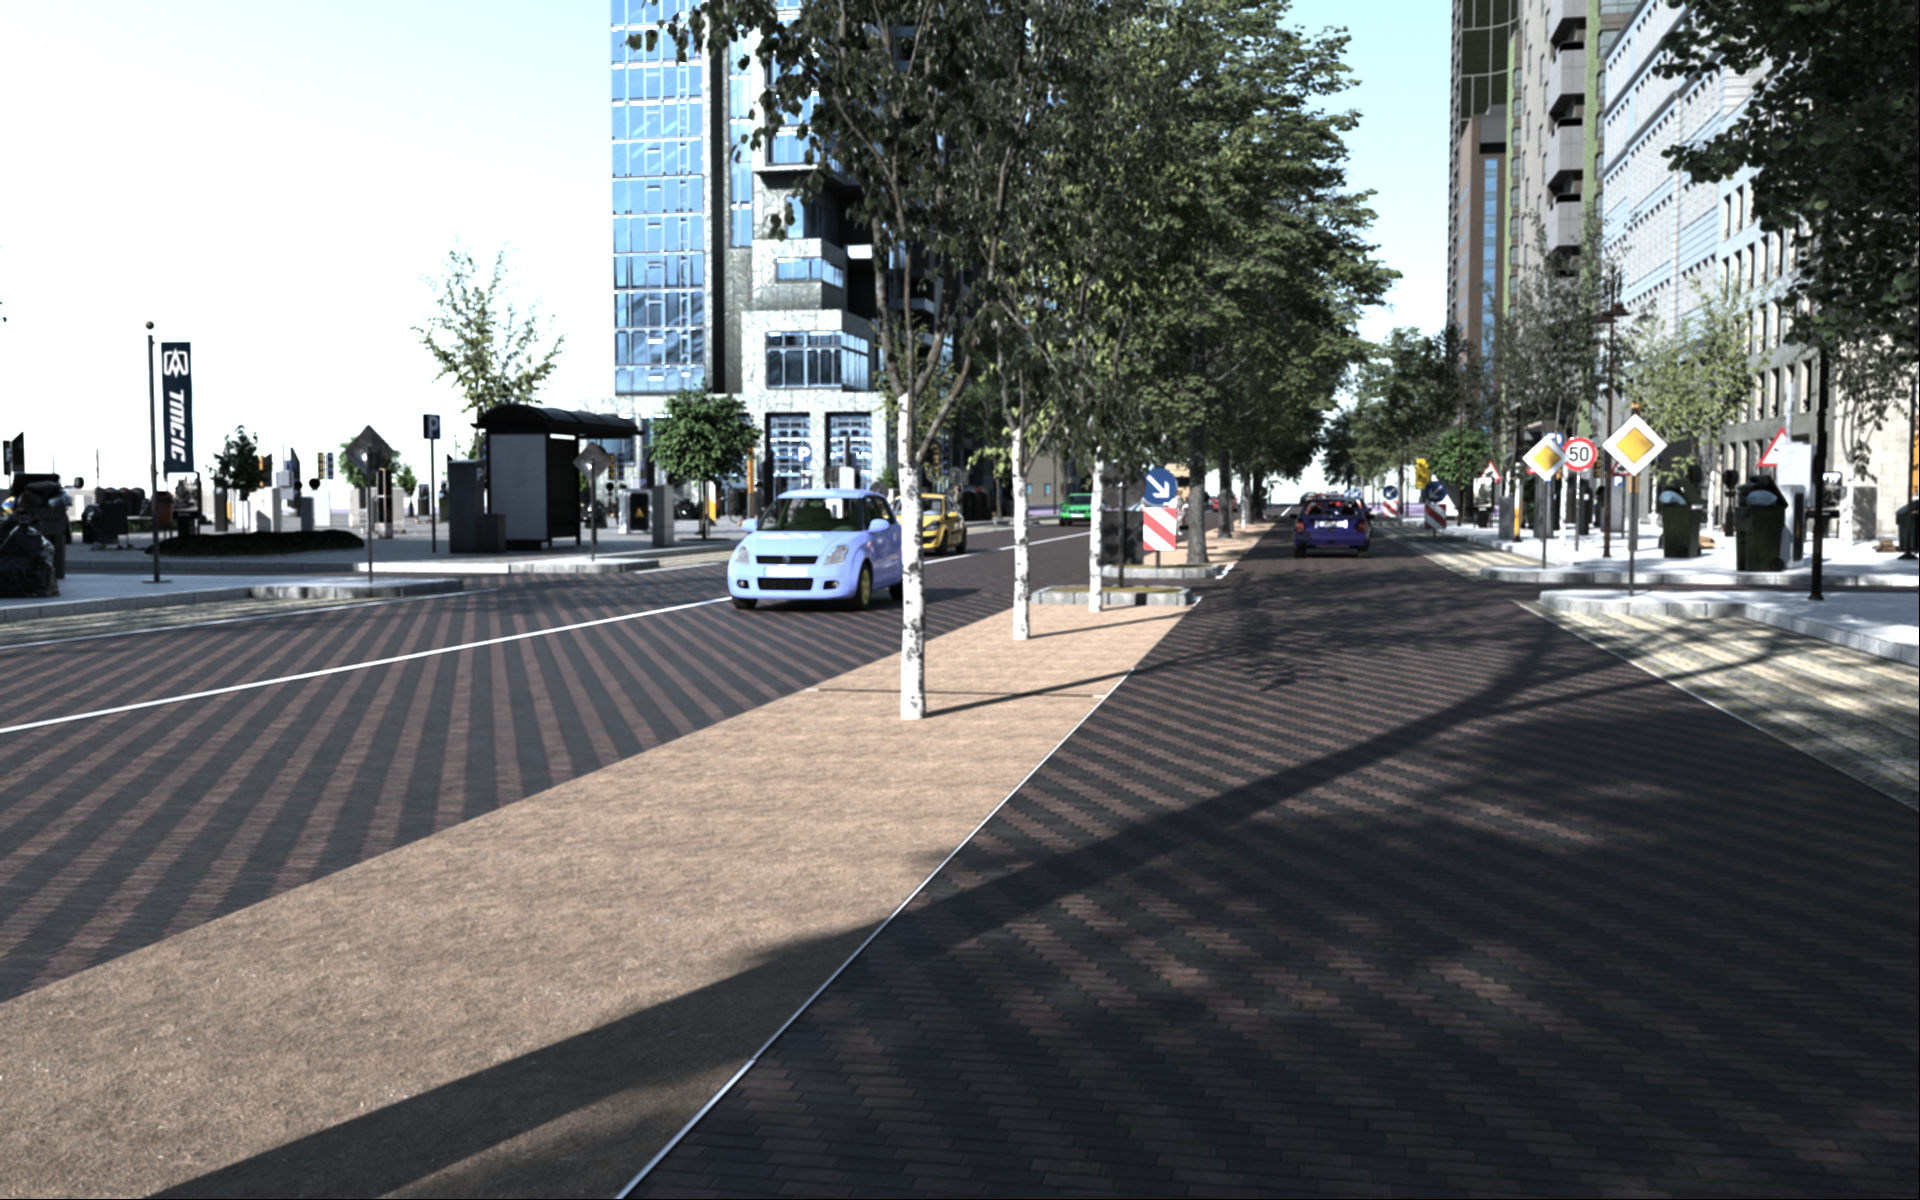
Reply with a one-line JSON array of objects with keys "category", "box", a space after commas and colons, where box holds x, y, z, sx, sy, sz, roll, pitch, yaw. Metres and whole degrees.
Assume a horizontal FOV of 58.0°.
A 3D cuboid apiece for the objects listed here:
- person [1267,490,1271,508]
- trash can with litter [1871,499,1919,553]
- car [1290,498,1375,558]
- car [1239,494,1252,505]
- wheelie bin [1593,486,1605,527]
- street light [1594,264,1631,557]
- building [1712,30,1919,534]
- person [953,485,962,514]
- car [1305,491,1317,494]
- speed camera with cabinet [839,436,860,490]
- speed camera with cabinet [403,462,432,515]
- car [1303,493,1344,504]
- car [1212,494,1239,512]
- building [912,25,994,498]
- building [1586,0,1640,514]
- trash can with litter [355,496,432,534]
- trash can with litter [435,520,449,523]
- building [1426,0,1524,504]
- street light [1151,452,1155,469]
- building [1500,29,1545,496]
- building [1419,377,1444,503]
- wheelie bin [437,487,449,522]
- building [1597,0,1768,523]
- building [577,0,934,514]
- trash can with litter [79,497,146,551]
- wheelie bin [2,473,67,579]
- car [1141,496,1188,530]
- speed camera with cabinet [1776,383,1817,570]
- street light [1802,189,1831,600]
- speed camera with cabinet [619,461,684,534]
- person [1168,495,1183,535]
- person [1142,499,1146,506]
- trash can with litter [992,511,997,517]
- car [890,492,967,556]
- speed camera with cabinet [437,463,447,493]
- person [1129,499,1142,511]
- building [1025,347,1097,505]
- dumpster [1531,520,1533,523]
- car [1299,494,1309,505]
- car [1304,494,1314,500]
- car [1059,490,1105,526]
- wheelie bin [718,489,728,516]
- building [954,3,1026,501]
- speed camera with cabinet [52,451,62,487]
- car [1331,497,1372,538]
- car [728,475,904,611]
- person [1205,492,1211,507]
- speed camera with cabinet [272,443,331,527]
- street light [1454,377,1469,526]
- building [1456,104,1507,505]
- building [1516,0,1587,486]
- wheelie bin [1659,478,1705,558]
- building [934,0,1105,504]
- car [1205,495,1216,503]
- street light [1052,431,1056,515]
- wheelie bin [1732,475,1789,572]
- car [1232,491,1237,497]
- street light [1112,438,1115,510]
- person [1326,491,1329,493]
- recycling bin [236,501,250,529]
[{"category": "person", "box": [30.855, -10.036, 172.666, 0.705, 1.814, 1.350, 1, 4, 21]}, {"category": "trash can with litter", "box": [20.654, -1.628, 37.997, 1.055, 1.170, 0.624, 0, 4, -1]}, {"category": "car", "box": [8.600, -1.683, 40.090, 1.945, 1.354, 3.894, 1, 4, 12]}, {"category": "car", "box": [33.357, -11.676, 200.493, 1.945, 1.707, 3.694, 1, 4, 13]}, {"category": "wheelie bin", "box": [24.920, -3.603, 66.812, 0.980, 1.594, 0.693, -1, 4, -16]}, {"category": "street light", "box": [13.116, -3.802, 34.948, 0.468, 5.910, 1.993, 1, 4, 11]}, {"category": "building", "box": [34.489, -12.661, 61.763, 10.420, 20.320, 16.860, 1, 4, 11]}, {"category": "person", "box": [-0.143, -3.463, 65.665, 0.362, 1.759, 0.519, 2, 4, 31]}, {"category": "car", "box": [49.138, -14.316, 242.738, 2.281, 1.827, 5.304, 1, 4, 9]}, {"category": "speed camera with cabinet", "box": [-3.933, -3.930, 58.598, 0.660, 3.252, 2.038, 1, 4, 15]}, {"category": "speed camera with cabinet", "box": [-33.838, -6.929, 107.630, 2.038, 3.252, 0.660, -2, 4, -27]}, {"category": "car", "box": [16.269, -4.126, 76.499, 2.155, 1.783, 4.494, 1, 4, 10]}, {"category": "car", "box": [21.287, -7.935, 138.770, 2.155, 1.783, 4.494, 1, 4, 12]}, {"category": "building", "box": [-5.219, -28.368, 147.405, 14.154, 41.232, 14.086, 1, 4, 11]}, {"category": "building", "box": [48.204, -26.329, 114.072, 14.154, 41.232, 14.086, 1, 4, 11]}, {"category": "trash can with litter", "box": [-18.478, -2.732, 55.732, 2.233, 1.210, 1.678, 2, 4, 26]}, {"category": "trash can with litter", "box": [-23.148, -3.978, 76.098, 2.233, 1.210, 1.678, -2, 4, -28]}, {"category": "building", "box": [69.744, -47.528, 215.336, 20.563, 71.187, 20.611, 1, 4, 11]}, {"category": "street light", "box": [19.562, -12.472, 176.712, 0.468, 5.910, 1.993, 1, 4, 11]}, {"category": "building", "box": [55.823, -28.838, 155.096, 14.154, 41.232, 14.086, 1, 4, 11]}, {"category": "building", "box": [78.998, -24.170, 240.211, 27.650, 21.520, 28.899, 1, 4, 11]}, {"category": "wheelie bin", "box": [-23.544, -4.370, 79.354, 0.693, 1.594, 0.980, 0, 4, 1]}, {"category": "building", "box": [39.570, -18.795, 84.789, 11.434, 29.767, 29.804, 1, 4, 11]}, {"category": "building", "box": [-12.589, -49.649, 124.437, 22.319, 86.520, 31.000, 1, 4, 11]}, {"category": "trash can with litter", "box": [-18.979, -1.757, 39.778, 2.233, 1.210, 1.678, -2, 4, -25]}, {"category": "wheelie bin", "box": [-13.894, -1.118, 26.181, 0.693, 1.594, 0.980, 3, 5, 39]}, {"category": "car", "box": [8.423, -3.596, 71.158, 2.083, 1.381, 4.827, 1, 4, 12]}, {"category": "speed camera with cabinet", "box": [14.473, -2.194, 30.207, 0.660, 3.252, 2.038, 3, 4, 38]}, {"category": "street light", "box": [10.378, -2.938, 20.818, 0.468, 5.910, 1.993, 1, 4, 11]}, {"category": "speed camera with cabinet", "box": [-9.956, -3.763, 55.856, 2.038, 3.252, 0.660, -2, 4, -35]}, {"category": "person", "box": [7.589, -3.051, 60.981, 0.503, 1.515, 0.523, -1, 4, -13]}, {"category": "person", "box": [8.462, -4.270, 78.498, 0.728, 1.800, 0.709, 3, 5, 43]}, {"category": "trash can with litter", "box": [1.585, -5.166, 95.859, 1.055, 1.170, 0.624, -1, 4, -21]}, {"category": "car", "box": [-0.950, -1.898, 41.250, 2.015, 1.641, 3.980, 1, 4, 10]}, {"category": "speed camera with cabinet", "box": [-33.881, -7.162, 111.438, 2.038, 3.252, 0.660, -3, 4, -36]}, {"category": "person", "box": [4.997, -2.462, 49.024, 0.793, 1.790, 0.793, -1, 4, -22]}, {"category": "building", "box": [2.255, -22.859, 218.777, 27.650, 21.520, 28.899, 1, 4, 11]}, {"category": "dumpster", "box": [24.566, -4.263, 75.459, 1.264, 1.857, 1.865, 1, 4, 11]}, {"category": "car", "box": [44.880, -12.974, 223.925, 2.131, 1.459, 4.920, 1, 4, 13]}, {"category": "car", "box": [36.351, -10.240, 177.646, 2.015, 1.641, 3.980, 1, 4, 11]}, {"category": "car", "box": [5.559, -4.262, 78.478, 1.959, 1.807, 4.718, 1, 4, 10]}, {"category": "wheelie bin", "box": [-14.288, -5.815, 102.988, 0.980, 1.594, 0.693, 0, 4, -2]}, {"category": "building", "box": [-1.851, -31.247, 161.005, 14.600, 45.320, 14.200, 1, 4, 11]}, {"category": "speed camera with cabinet", "box": [-42.579, -5.232, 79.877, 2.038, 3.252, 0.660, -1, 4, -21]}, {"category": "car", "box": [12.865, -2.788, 58.161, 1.945, 1.354, 3.894, 1, 4, 9]}, {"category": "car", "box": [-1.762, -0.788, 22.472, 1.945, 1.707, 3.694, 1, 4, 10]}, {"category": "person", "box": [28.167, -11.466, 196.785, 0.721, 1.723, 1.217, -2, 4, -27]}, {"category": "speed camera with cabinet", "box": [-25.492, -4.447, 67.049, 2.038, 3.252, 0.660, -2, 4, -34]}, {"category": "street light", "box": [19.842, -5.864, 68.662, 0.468, 5.910, 1.993, 1, 4, 11]}, {"category": "building", "box": [64.998, -33.586, 199.239, 14.600, 45.320, 14.200, 1, 4, 11]}, {"category": "building", "box": [58.544, -33.258, 133.013, 28.713, 52.752, 27.495, 1, 4, 11]}, {"category": "wheelie bin", "box": [14.498, -1.649, 34.861, 0.980, 1.594, 0.693, -3, 5, -44]}, {"category": "building", "box": [10.851, -57.070, 245.766, 22.319, 86.520, 31.000, 1, 4, 11]}, {"category": "car", "box": [35.930, -14.411, 248.193, 1.945, 1.354, 3.894, 1, 4, 10]}, {"category": "street light", "box": [5.953, -8.299, 108.477, 0.468, 5.910, 1.993, 1, 4, 11]}, {"category": "wheelie bin", "box": [13.221, -1.268, 28.645, 0.693, 1.594, 0.980, 0, 4, -3]}, {"category": "car", "box": [36.662, -13.946, 236.696, 2.281, 1.827, 5.304, 1, 4, 11]}, {"category": "street light", "box": [12.579, -10.355, 142.096, 0.468, 5.910, 1.993, 1, 4, 11]}, {"category": "person", "box": [40.886, -11.257, 192.517, 0.705, 1.831, 1.348, -1, 4, -9]}, {"category": "recycling bin", "box": [-26.156, -3.136, 63.828, 0.722, 1.027, 0.722, 3, 4, 36]}]
